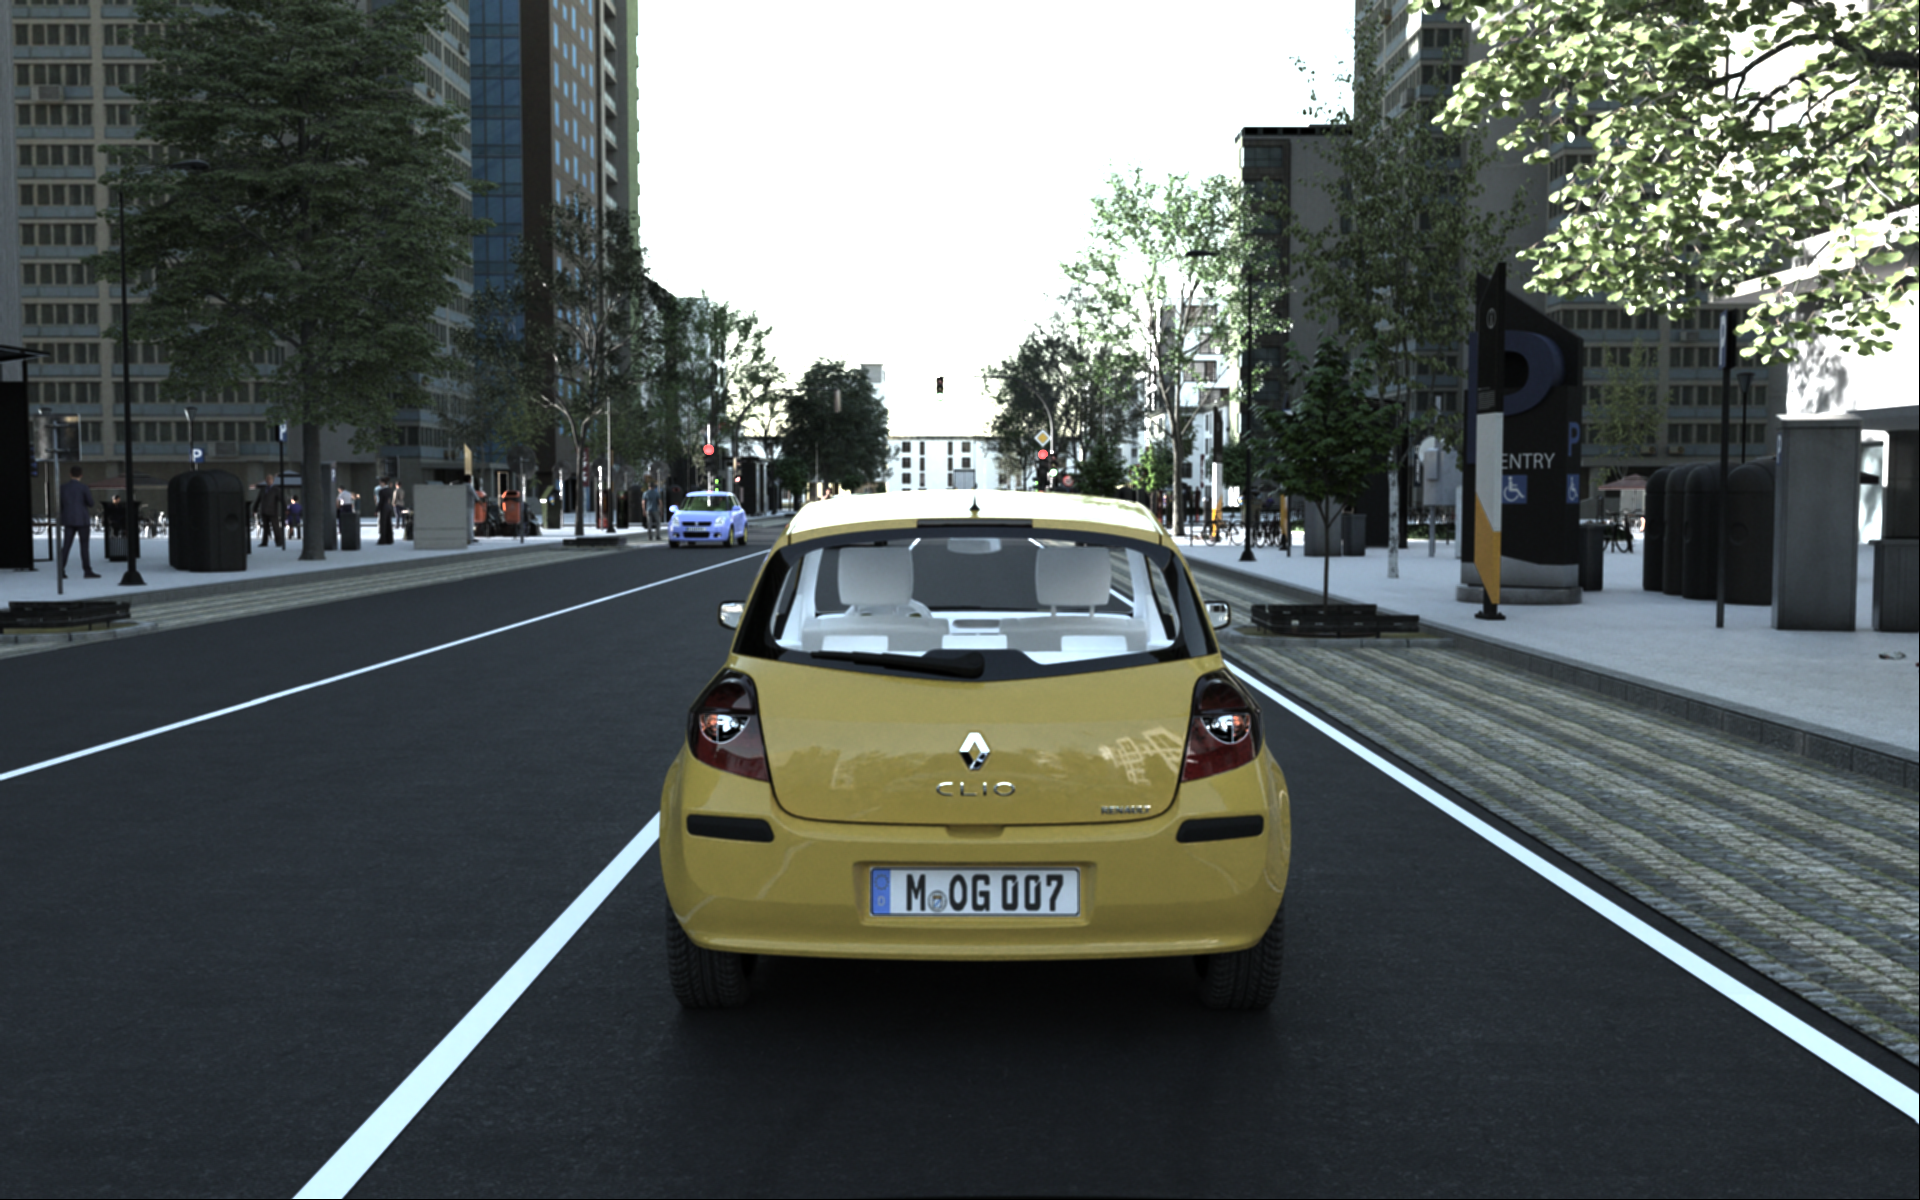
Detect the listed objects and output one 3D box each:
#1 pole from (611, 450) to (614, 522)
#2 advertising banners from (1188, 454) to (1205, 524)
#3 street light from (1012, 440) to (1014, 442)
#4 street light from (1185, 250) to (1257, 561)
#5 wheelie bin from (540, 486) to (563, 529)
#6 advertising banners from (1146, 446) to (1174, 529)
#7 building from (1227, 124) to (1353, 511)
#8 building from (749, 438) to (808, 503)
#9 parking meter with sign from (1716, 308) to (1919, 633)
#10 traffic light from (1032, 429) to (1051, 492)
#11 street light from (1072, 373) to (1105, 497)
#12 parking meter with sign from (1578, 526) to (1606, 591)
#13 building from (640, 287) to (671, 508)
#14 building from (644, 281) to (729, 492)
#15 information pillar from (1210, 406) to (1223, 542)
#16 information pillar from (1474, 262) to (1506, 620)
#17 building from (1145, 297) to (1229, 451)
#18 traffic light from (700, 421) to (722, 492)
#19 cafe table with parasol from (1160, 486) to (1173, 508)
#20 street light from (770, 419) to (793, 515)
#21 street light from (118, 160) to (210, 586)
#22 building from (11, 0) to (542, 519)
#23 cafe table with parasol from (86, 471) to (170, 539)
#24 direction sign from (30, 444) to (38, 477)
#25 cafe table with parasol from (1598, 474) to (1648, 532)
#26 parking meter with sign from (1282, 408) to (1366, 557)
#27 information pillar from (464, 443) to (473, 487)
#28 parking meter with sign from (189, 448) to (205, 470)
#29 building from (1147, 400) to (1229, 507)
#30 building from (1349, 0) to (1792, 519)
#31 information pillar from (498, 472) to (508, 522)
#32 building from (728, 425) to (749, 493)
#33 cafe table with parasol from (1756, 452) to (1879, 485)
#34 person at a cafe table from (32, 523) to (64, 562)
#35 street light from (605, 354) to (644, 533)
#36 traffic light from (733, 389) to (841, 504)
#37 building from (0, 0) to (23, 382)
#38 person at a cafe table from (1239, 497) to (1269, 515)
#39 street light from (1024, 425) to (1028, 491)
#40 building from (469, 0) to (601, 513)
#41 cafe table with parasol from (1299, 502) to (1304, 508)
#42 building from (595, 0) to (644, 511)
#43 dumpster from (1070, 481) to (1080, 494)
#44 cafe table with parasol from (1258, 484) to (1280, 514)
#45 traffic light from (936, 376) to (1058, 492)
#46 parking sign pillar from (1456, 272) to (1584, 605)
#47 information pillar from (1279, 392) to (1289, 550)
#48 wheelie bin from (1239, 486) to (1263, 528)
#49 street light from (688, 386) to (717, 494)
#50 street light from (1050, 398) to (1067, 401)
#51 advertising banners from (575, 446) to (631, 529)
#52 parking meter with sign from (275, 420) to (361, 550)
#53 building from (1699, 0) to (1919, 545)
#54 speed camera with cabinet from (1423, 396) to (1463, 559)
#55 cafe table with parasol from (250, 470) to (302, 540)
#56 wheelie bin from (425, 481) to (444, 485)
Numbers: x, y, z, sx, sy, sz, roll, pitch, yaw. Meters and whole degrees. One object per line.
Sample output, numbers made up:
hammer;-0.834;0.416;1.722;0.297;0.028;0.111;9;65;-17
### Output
pole;-16.114;-5.269;79.992;0.158;3.312;0.155;0;3;0
advertising banners;10.350;-4.860;75.648;0.090;3.025;2.074;2;4;27
street light;5.015;-10.841;149.793;1.470;5.913;1.316;0;3;0
street light;4.986;-3.704;33.103;1.470;5.913;1.316;0;3;0
wheelie bin;-15.086;-3.429;63.974;0.693;1.594;0.980;-2;4;-35
advertising banners;7.313;-4.111;63.405;0.090;3.025;2.074;3;4;37
building;28.449;-22.478;139.222;14.160;30.474;14.107;0;3;0
building;-36.367;-18.919;251.476;28.070;9.664;9.099;0;3;0
parking meter with sign;8.096;-1.227;16.321;1.738;3.016;0.543;1;4;17
traffic light;3.544;-5.243;74.647;0.839;4.253;0.868;0;3;0
street light;5.001;-5.748;66.521;1.470;5.913;1.316;0;3;0
parking meter with sign;7.699;-1.616;22.687;1.738;3.016;0.543;-2;4;-28
building;-34.768;-18.304;155.696;16.016;20.091;11.380;0;3;0
building;-39.865;-20.408;177.641;27.936;21.610;32.646;0;3;0
information pillar;6.865;-3.353;46.173;0.183;3.616;0.504;2;4;30
information pillar;5.436;-1.615;17.764;0.183;3.616;0.504;0;4;-6
building;34.664;-21.522;195.852;27.936;21.610;32.646;0;3;0
traffic light;-9.596;-4.754;66.644;0.839;4.253;0.868;0;3;0
cafe table with parasol;15.494;-8.372;141.753;2.610;1.966;2.610;-3;4;-36
street light;-11.108;-8.282;107.948;1.470;5.913;1.316;0;3;0
street light;-11.136;-3.163;24.250;1.470;5.913;1.316;0;3;0
building;-41.883;-24.922;99.351;32.217;40.220;23.993;0;3;0
cafe table with parasol;-24.044;-2.789;50.466;2.610;1.966;2.610;-1;4;-10
direction sign;-42.413;-5.313;78.857;0.876;3.537;0.379;0;4;0
cafe table with parasol;22.798;-3.280;58.487;2.610;1.966;2.610;0;4;3
parking meter with sign;7.507;-2.408;35.629;1.738;3.016;0.543;-1;4;-19
information pillar;-22.330;-5.345;78.742;0.504;3.616;0.183;2;4;34
parking meter with sign;-28.963;-4.209;65.085;0.543;3.016;1.738;0;4;-3
building;23.966;-13.686;165.915;9.099;9.664;28.070;0;3;0
building;37.019;-25.121;102.607;23.993;40.220;32.217;0;3;0
information pillar;-15.281;-3.272;57.990;0.304;2.012;0.304;-1;4;-17
building;-40.252;-16.237;207.621;28.070;9.664;9.099;0;3;0
cafe table with parasol;12.537;-1.313;26.337;2.610;1.966;2.610;-2;4;-32
person at a cafe table;-18.194;-1.485;32.801;1.698;1.524;1.622;1;4;22
street light;-11.024;-5.179;57.218;1.470;5.913;1.316;0;3;0
traffic light;-7.505;-6.116;74.664;4.771;5.953;1.251;0;3;0
building;-32.866;-16.611;43.296;14.107;30.474;14.160;0;3;0
person at a cafe table;18.190;-5.900;107.321;1.726;1.238;1.698;1;4;16
street light;5.083;-8.830;116.919;1.470;5.913;1.316;0;3;0
building;-33.121;-28.633;118.257;14.600;45.320;14.200;0;3;0
cafe table with parasol;25.639;-7.428;126.316;2.610;1.966;2.610;-2;4;-30
building;-32.635;-27.456;132.498;14.154;41.232;14.086;0;3;0
dumpster;8.194;-7.215;120.466;1.502;2.255;1.985;0;3;0
cafe table with parasol;20.089;-6.645;113.508;2.610;1.966;2.610;-3;4;-36
traffic light;1.453;-5.618;66.520;4.771;5.953;1.251;0;3;0
parking sign pillar;6.676;-1.964;20.589;1.447;3.967;1.447;3;5;43
information pillar;7.402;-2.944;39.493;0.183;3.616;0.504;1;4;21
wheelie bin;11.018;-3.515;65.385;0.980;1.594;0.693;-2;4;-31
street light;-11.122;-6.237;74.520;1.470;5.913;1.316;0;3;0
street light;5.067;-6.820;84.044;1.470;5.913;1.316;0;3;0
advertising banners;-13.230;-4.159;64.194;2.074;3.025;0.090;-2;4;-29
parking meter with sign;-14.611;-2.643;39.481;1.738;3.016;0.543;0;4;-3
building;34.355;-27.273;35.159;28.713;52.752;27.495;0;3;0
speed camera with cabinet;10.060;-2.452;34.430;0.660;3.252;2.038;-1;4;-21
cafe table with parasol;-19.076;-2.714;49.240;2.610;1.966;2.610;2;4;28
wheelie bin;-12.861;-2.106;42.340;0.693;1.594;0.980;1;4;21
